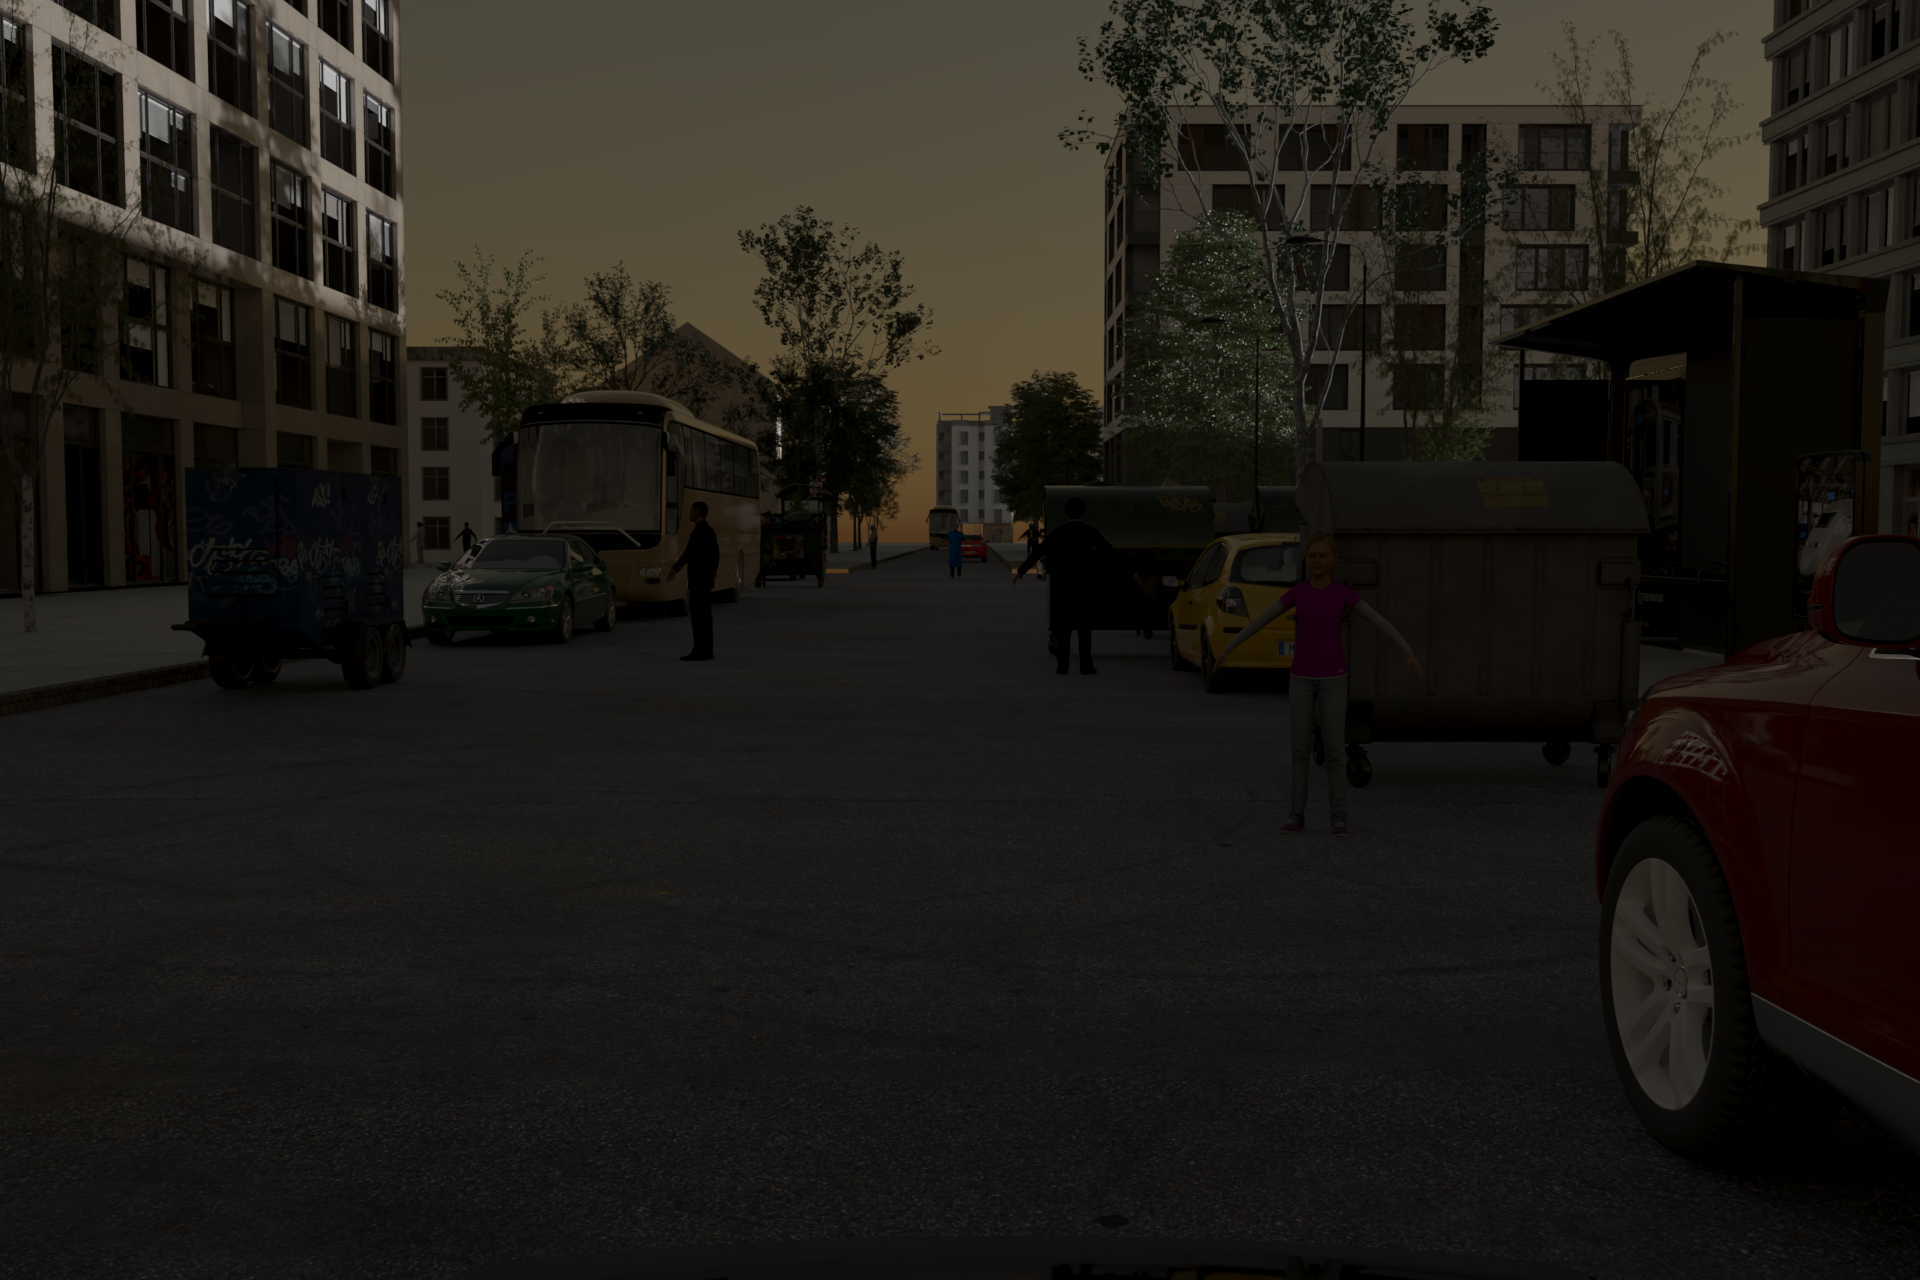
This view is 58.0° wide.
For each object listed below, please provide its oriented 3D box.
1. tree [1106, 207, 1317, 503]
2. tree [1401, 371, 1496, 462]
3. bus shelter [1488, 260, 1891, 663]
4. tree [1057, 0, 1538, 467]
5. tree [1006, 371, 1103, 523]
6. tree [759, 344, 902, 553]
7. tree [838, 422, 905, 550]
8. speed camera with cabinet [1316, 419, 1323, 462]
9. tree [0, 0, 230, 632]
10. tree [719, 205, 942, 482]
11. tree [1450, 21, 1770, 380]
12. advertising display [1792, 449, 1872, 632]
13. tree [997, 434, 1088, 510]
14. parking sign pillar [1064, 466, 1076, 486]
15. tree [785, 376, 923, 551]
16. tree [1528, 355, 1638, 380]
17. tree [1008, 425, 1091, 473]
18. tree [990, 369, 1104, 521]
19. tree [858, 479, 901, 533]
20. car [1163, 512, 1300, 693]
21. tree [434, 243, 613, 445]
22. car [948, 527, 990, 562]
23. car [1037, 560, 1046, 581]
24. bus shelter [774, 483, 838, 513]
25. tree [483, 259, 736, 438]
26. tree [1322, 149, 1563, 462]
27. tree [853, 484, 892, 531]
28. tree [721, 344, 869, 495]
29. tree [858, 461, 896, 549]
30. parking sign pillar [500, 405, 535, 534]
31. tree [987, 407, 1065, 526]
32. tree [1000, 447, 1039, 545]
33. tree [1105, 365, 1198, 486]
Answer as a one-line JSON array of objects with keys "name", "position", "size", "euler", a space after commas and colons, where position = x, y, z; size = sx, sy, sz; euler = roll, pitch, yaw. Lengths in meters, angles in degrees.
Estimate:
[{"name": "tree", "position": [8.841, -8.746, 61.122], "size": [7.486, 12.596, 7.792], "euler": [0, 3, 0]}, {"name": "tree", "position": [21.807, -7.735, 76.823], "size": [4.737, 8.622, 4.395], "euler": [0, 3, 0]}, {"name": "bus shelter", "position": [7.202, -1.632, 17.968], "size": [1.731, 3.624, 6.357], "euler": [0, 4, 1]}, {"name": "tree", "position": [8.933, -11.615, 45.788], "size": [12.611, 20.169, 13.585], "euler": [0, 3, 0]}, {"name": "tree", "position": [7.018, -12.375, 120.466], "size": [7.486, 12.596, 7.792], "euler": [0, 3, 0]}, {"name": "tree", "position": [-8.612, -12.829, 116.409], "size": [9.857, 13.997, 8.962], "euler": [0, 3, 0]}, {"name": "tree", "position": [-8.317, -13.367, 144.299], "size": [9.928, 11.665, 9.643], "euler": [0, 3, 0]}, {"name": "speed camera with cabinet", "position": [6.347, -2.128, 29.125], "size": [0.660, 3.252, 2.038], "euler": [0, 4, 1]}, {"name": "tree", "position": [-12.339, -4.401, 22.314], "size": [4.360, 8.622, 3.978], "euler": [0, 3, 0]}, {"name": "tree", "position": [-7.457, -14.828, 98.321], "size": [12.611, 20.169, 13.585], "euler": [0, 3, 0]}, {"name": "tree", "position": [9.805, -4.549, 24.737], "size": [4.360, 8.622, 3.978], "euler": [0, 3, 0]}, {"name": "advertising display", "position": [6.837, -0.514, 13.622], "size": [0.123, 1.923, 0.974], "euler": [0, 4, 1]}, {"name": "tree", "position": [7.157, -12.747, 142.829], "size": [8.767, 10.594, 7.601], "euler": [0, 4, 5]}, {"name": "parking sign pillar", "position": [4.384, -4.954, 69.472], "size": [1.447, 3.967, 1.447], "euler": [0, 4, 0]}, {"name": "tree", "position": [-7.974, -13.509, 131.234], "size": [12.009, 13.543, 11.850], "euler": [0, 3, 0]}, {"name": "tree", "position": [22.692, -6.991, 64.673], "size": [4.360, 8.622, 3.978], "euler": [0, 3, 0]}, {"name": "tree", "position": [7.797, -13.753, 150.612], "size": [9.928, 11.665, 9.643], "euler": [0, 3, 0]}, {"name": "tree", "position": [6.974, -13.817, 132.561], "size": [9.857, 13.997, 8.962], "euler": [0, 3, 0]}, {"name": "tree", "position": [-12.301, -19.976, 261.014], "size": [7.601, 10.594, 8.767], "euler": [0, 4, 6]}, {"name": "car", "position": [3.056, -0.414, 16.997], "size": [2.015, 1.641, 3.980], "euler": [0, 4, 1]}, {"name": "tree", "position": [-11.423, -5.765, 44.623], "size": [4.737, 8.622, 4.395], "euler": [0, 3, 0]}, {"name": "car", "position": [0.462, -4.884, 88.890], "size": [2.155, 1.783, 4.494], "euler": [0, 4, -1]}, {"name": "car", "position": [3.421, -2.565, 54.302], "size": [2.083, 1.381, 4.827], "euler": [0, 4, -1]}, {"name": "bus shelter", "position": [-6.324, -4.766, 71.841], "size": [2.014, 3.302, 5.546], "euler": [0, 4, 2]}, {"name": "tree", "position": [-12.127, -7.659, 59.630], "size": [8.767, 10.594, 7.601], "euler": [-1, 4, -14]}, {"name": "tree", "position": [8.738, -5.109, 33.887], "size": [4.360, 8.622, 3.978], "euler": [0, 3, 0]}, {"name": "tree", "position": [-7.992, -13.262, 167.197], "size": [4.360, 8.622, 3.978], "euler": [0, 3, 0]}, {"name": "tree", "position": [-8.668, -9.283, 86.183], "size": [8.767, 10.594, 7.601], "euler": [0, 4, 0]}, {"name": "tree", "position": [-8.086, -12.339, 152.112], "size": [4.360, 8.622, 3.978], "euler": [0, 3, 0]}, {"name": "parking sign pillar", "position": [-9.042, -2.878, 35.526], "size": [1.447, 3.967, 1.447], "euler": [0, 4, 0]}, {"name": "tree", "position": [7.255, -16.019, 168.560], "size": [9.857, 13.997, 8.962], "euler": [0, 3, 0]}, {"name": "tree", "position": [7.263, -14.254, 158.810], "size": [9.928, 11.665, 9.643], "euler": [0, 3, 0]}, {"name": "tree", "position": [8.285, -7.604, 74.686], "size": [4.360, 8.622, 3.978], "euler": [0, 3, 0]}]
